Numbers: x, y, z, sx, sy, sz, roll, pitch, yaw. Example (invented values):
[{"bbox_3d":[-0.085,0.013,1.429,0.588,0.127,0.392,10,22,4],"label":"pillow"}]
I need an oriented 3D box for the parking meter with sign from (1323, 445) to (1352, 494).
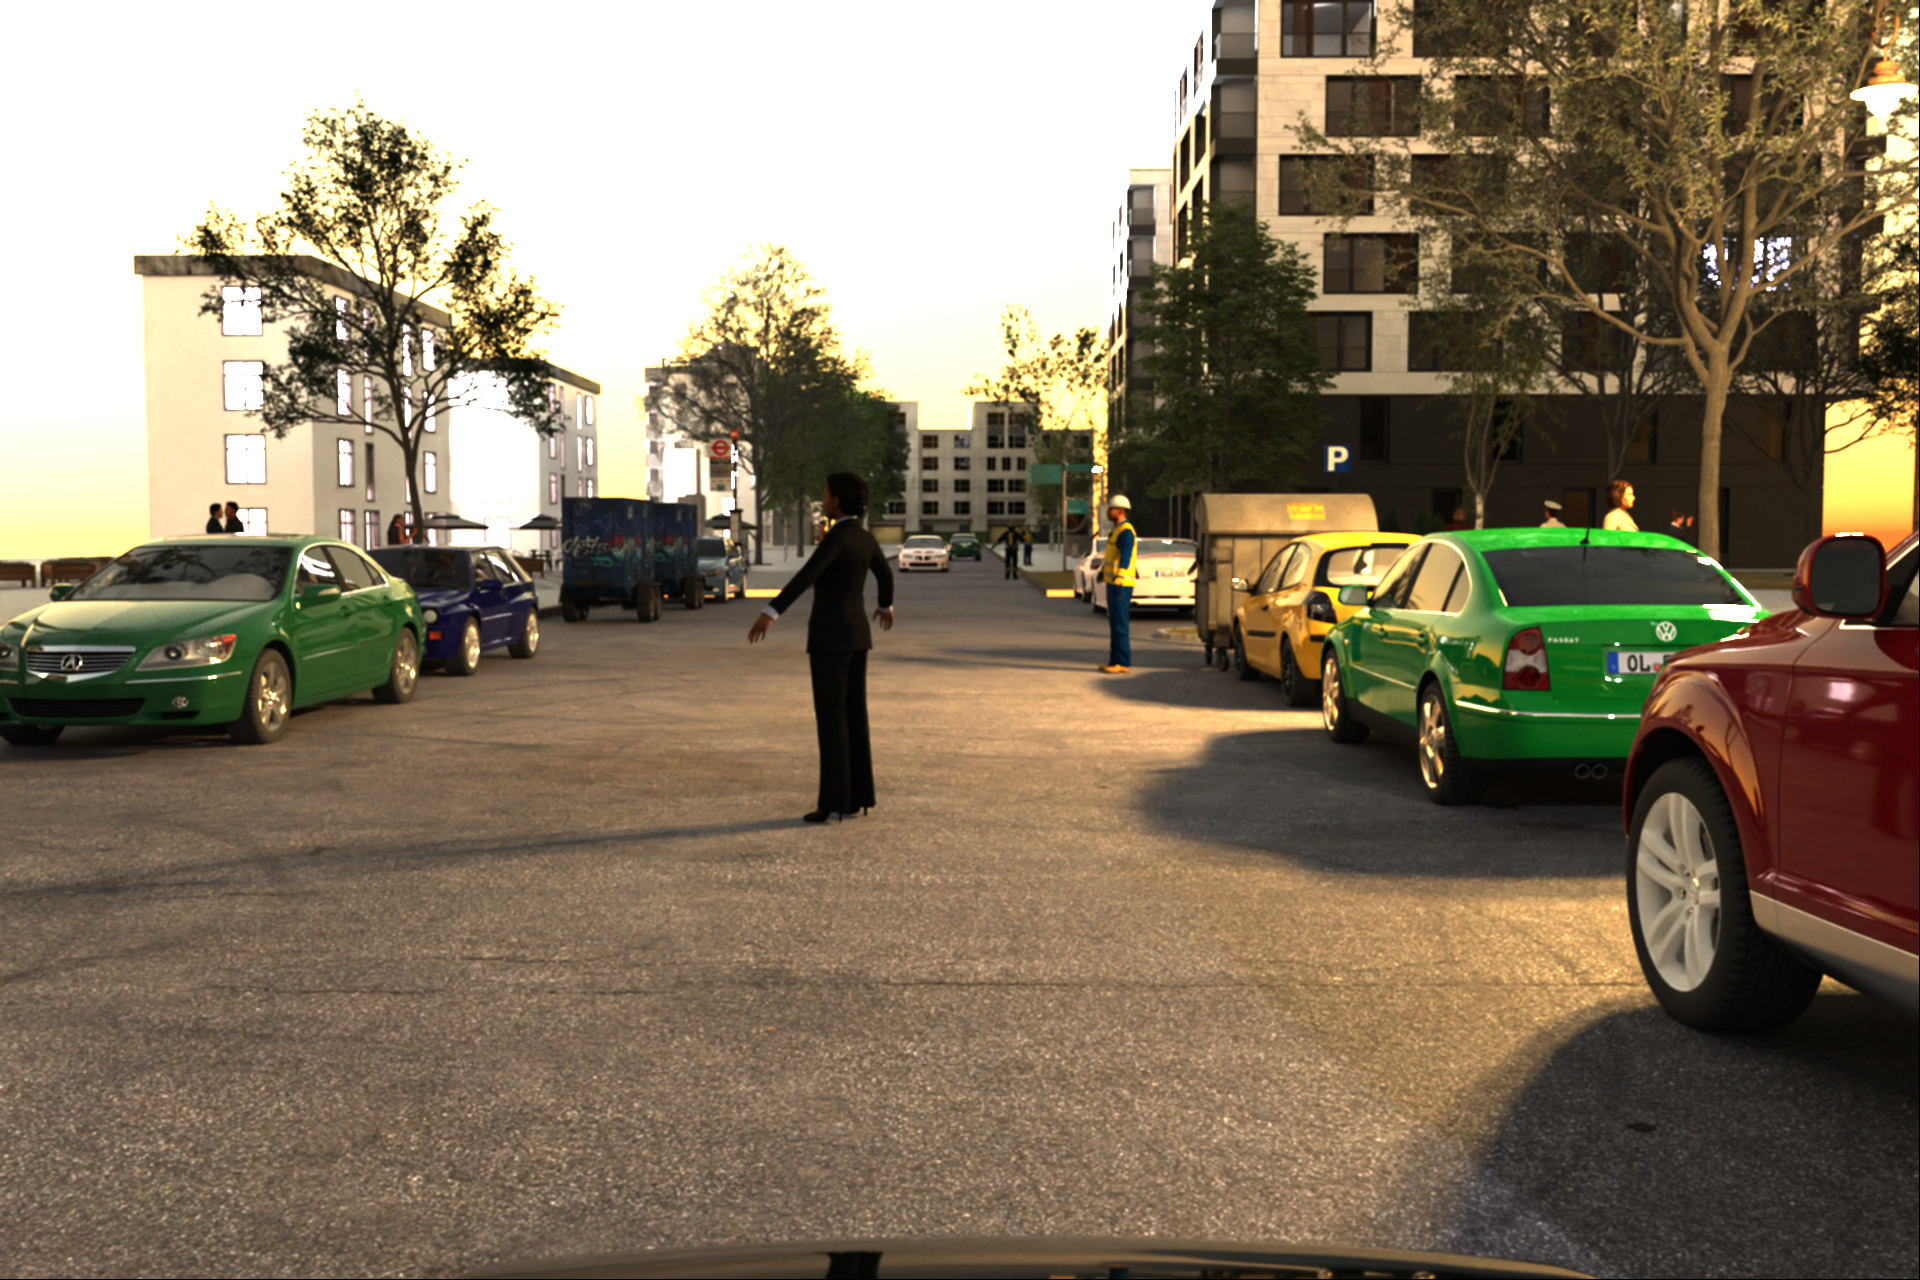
[{"bbox_3d":[7.355,-2.250,33.056,0.543,3.016,1.738,0,4,0],"label":"parking meter with sign"}]

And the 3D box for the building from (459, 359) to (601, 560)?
[{"bbox_3d":[-24.593,-9.464,96.885,9.099,9.664,28.070,0,3,0],"label":"building"}]

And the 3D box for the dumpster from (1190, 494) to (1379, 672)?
[{"bbox_3d":[3.439,-0.628,18.489,1.865,1.857,1.264,0,4,1],"label":"dumpster"}]

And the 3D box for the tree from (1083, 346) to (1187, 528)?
[{"bbox_3d":[6.644,-7.200,68.079,4.360,8.622,3.978,0,3,0],"label":"tree"}]

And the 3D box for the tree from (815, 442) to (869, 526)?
[{"bbox_3d":[-8.207,-10.490,121.880,4.737,8.622,4.395,0,3,0],"label":"tree"}]

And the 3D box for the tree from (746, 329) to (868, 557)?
[{"bbox_3d":[-8.565,-10.861,95.703,7.486,12.596,7.792,0,3,0],"label":"tree"}]

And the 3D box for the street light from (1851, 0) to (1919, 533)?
[{"bbox_3d":[7.386,-2.475,13.246,0.468,5.910,1.993,0,4,0],"label":"street light"}]

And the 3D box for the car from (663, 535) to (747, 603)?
[{"bbox_3d":[-5.668,-1.553,37.393,2.014,1.417,4.499,0,4,1],"label":"car"}]

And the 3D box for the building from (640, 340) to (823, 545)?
[{"bbox_3d":[-26.029,-22.746,202.829,19.493,23.208,18.063,0,4,0],"label":"building"}]

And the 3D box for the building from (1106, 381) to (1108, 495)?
[{"bbox_3d":[24.026,-20.423,164.843,19.493,23.208,18.063,0,4,1],"label":"building"}]

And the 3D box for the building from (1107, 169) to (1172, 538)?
[{"bbox_3d":[23.414,-16.483,113.465,27.936,21.610,32.646,0,4,0],"label":"building"}]

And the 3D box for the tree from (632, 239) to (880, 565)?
[{"bbox_3d":[-8.214,-9.852,71.448,12.009,13.543,11.850,0,3,0],"label":"tree"}]

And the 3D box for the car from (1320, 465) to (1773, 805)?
[{"bbox_3d":[3.399,-0.105,10.505,1.959,1.807,4.718,0,4,1],"label":"car"}]

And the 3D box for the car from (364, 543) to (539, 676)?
[{"bbox_3d":[-5.775,-0.374,18.690,1.945,1.354,3.894,0,3,0],"label":"car"}]

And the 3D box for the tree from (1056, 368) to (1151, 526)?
[{"bbox_3d":[6.821,-7.718,76.559,4.360,8.622,3.978,0,3,0],"label":"tree"}]

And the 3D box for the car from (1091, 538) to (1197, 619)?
[{"bbox_3d":[3.368,-1.094,30.248,2.083,1.381,4.827,0,4,-1],"label":"car"}]

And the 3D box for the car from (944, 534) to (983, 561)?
[{"bbox_3d":[0.206,-5.030,94.034,2.131,1.459,4.920,0,4,-1],"label":"car"}]

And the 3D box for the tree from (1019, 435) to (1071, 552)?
[{"bbox_3d":[6.555,-10.750,126.129,4.737,8.622,4.395,0,3,0],"label":"tree"}]

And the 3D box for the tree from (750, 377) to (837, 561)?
[{"bbox_3d":[-8.380,-7.980,80.843,4.360,8.622,3.978,0,3,0],"label":"tree"}]

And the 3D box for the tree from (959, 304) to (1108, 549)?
[{"bbox_3d":[6.252,-17.637,144.258,12.611,20.169,13.585,0,3,0],"label":"tree"}]

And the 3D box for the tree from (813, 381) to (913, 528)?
[{"bbox_3d":[-8.467,-14.628,145.828,9.857,13.997,8.962,0,3,0],"label":"tree"}]

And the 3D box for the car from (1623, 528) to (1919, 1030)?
[{"bbox_3d":[3.108,0.321,3.417,2.281,1.827,5.304,0,4,-1],"label":"car"}]

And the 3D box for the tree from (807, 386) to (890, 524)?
[{"bbox_3d":[-8.855,-13.069,131.811,7.486,12.596,7.792,0,3,0],"label":"tree"}]

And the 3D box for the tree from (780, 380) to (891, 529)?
[{"bbox_3d":[-8.172,-11.227,109.321,9.928,11.665,9.643,0,3,0],"label":"tree"}]

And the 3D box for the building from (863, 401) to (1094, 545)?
[{"bbox_3d":[1.591,-22.463,236.185,31.486,18.905,16.747,0,4,-2],"label":"building"}]

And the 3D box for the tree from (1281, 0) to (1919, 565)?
[{"bbox_3d":[9.645,-6.827,21.996,12.009,13.543,11.850,0,3,0],"label":"tree"}]

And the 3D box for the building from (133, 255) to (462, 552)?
[{"bbox_3d":[-23.885,-7.591,66.255,9.099,9.664,28.070,0,4,0],"label":"building"}]

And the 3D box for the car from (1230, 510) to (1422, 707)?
[{"bbox_3d":[3.558,-0.341,15.796,2.015,1.641,3.980,0,4,0],"label":"car"}]

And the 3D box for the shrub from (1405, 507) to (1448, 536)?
[{"bbox_3d":[12.872,-2.652,47.784,1.690,2.028,1.600,0,3,0],"label":"shrub"}]

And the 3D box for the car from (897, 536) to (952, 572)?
[{"bbox_3d":[-1.364,-3.312,66.512,2.083,1.381,4.827,0,3,0],"label":"car"}]

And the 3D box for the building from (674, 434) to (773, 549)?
[{"bbox_3d":[-21.601,-13.245,158.704,9.099,9.664,28.070,0,4,0],"label":"building"}]

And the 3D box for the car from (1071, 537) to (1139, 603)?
[{"bbox_3d":[3.488,-1.540,37.538,2.083,1.381,4.827,0,3,0],"label":"car"}]

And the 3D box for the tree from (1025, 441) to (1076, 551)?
[{"bbox_3d":[7.007,-11.212,133.685,4.737,8.622,4.395,0,3,0],"label":"tree"}]

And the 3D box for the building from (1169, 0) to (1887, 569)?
[{"bbox_3d":[23.360,-14.403,79.467,27.936,21.610,32.646,0,4,1],"label":"building"}]

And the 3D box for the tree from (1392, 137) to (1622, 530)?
[{"bbox_3d":[9.738,-5.061,33.117,4.360,8.622,3.978,0,3,0],"label":"tree"}]

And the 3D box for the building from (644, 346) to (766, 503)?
[{"bbox_3d":[-25.712,-19.487,175.026,16.016,20.090,11.380,0,4,1],"label":"building"}]

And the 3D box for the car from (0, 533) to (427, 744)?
[{"bbox_3d":[-5.592,-0.093,13.315,2.131,1.459,4.920,0,4,0],"label":"car"}]
